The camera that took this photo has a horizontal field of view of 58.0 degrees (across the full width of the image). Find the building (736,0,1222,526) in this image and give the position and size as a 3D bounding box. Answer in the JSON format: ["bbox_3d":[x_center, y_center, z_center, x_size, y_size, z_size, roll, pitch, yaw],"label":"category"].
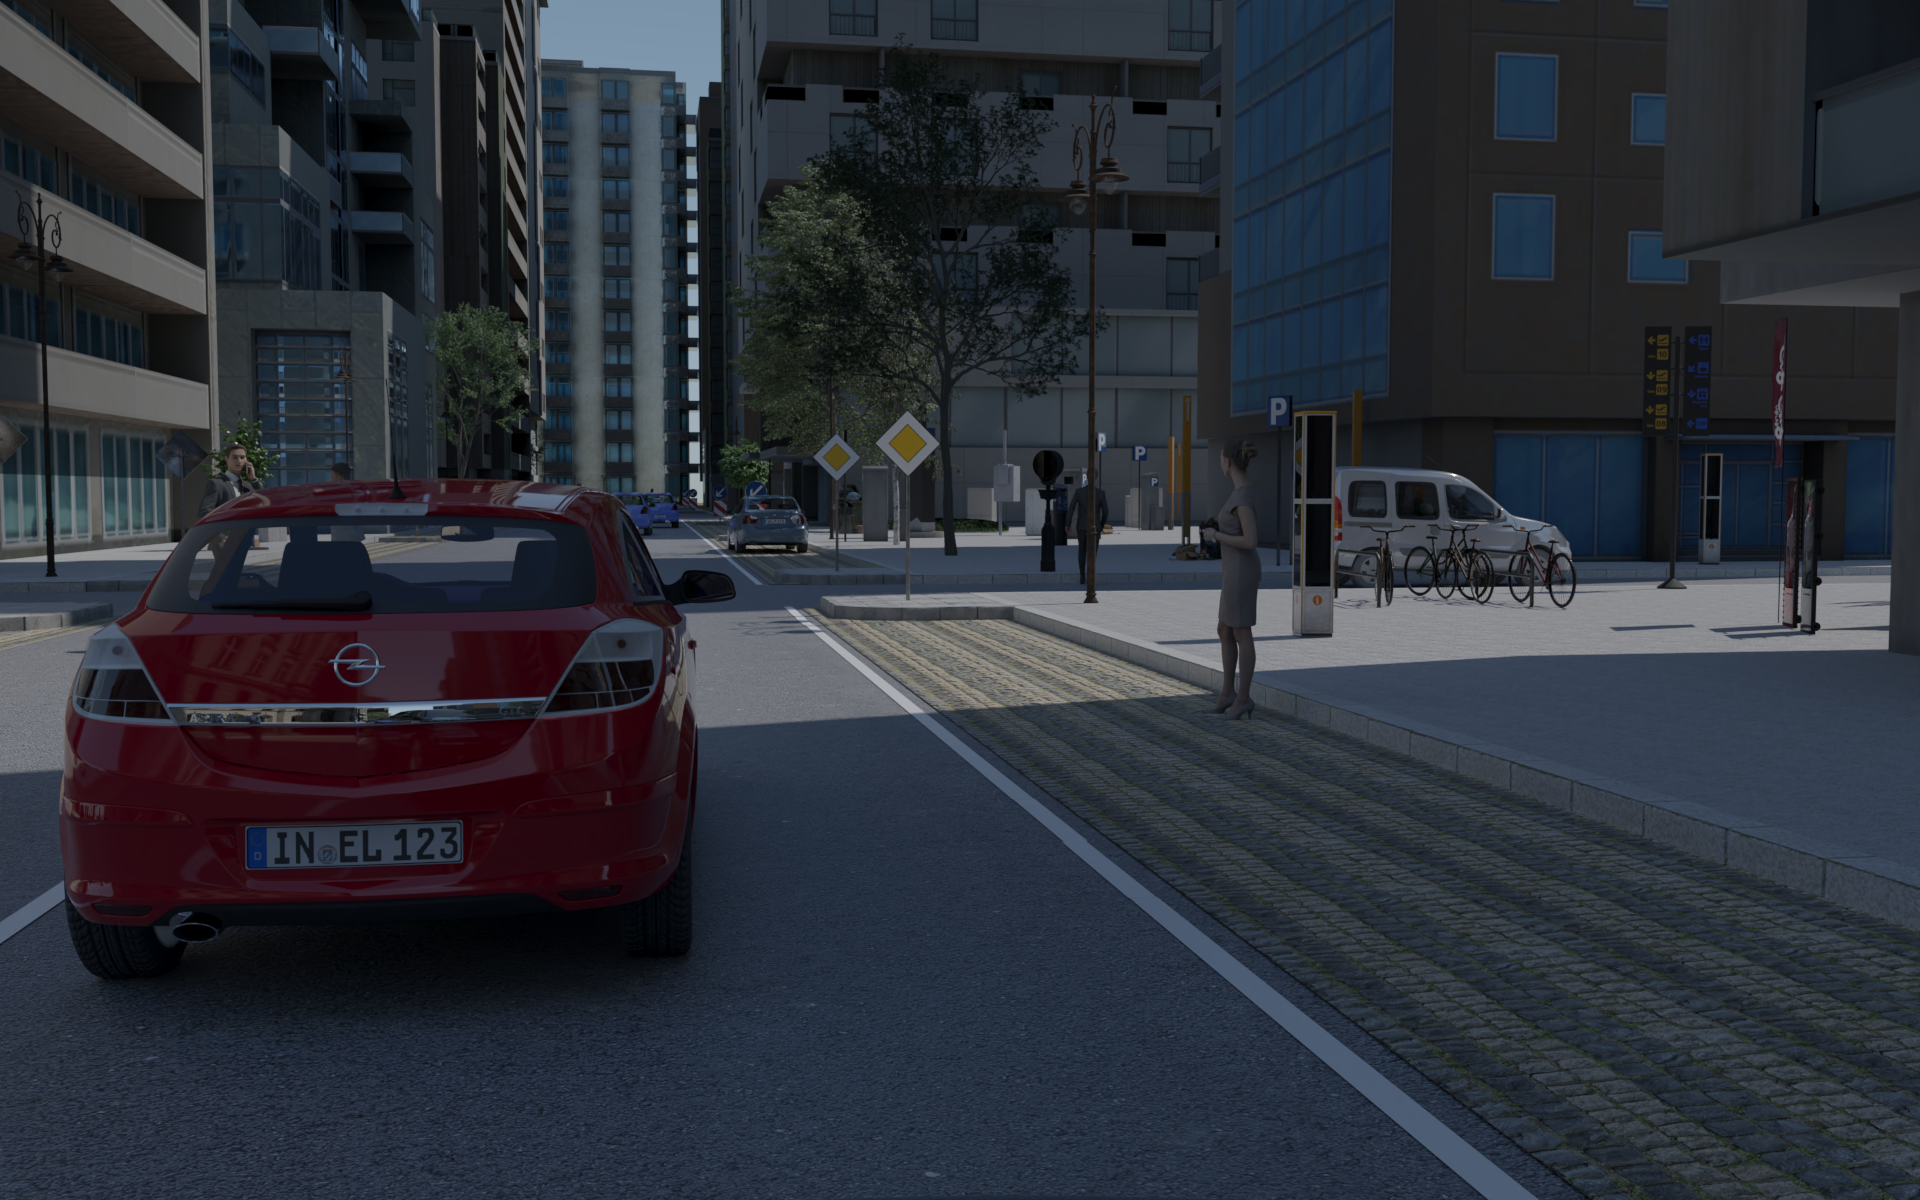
[{"bbox_3d":[3.617,-30.095,81.295,28.713,52.752,27.495,-1,4,-10],"label":"building"}]

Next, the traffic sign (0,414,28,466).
[{"bbox_3d":[-10.670,-0.943,19.057,0.795,2.450,0.064,-1,4,-10],"label":"traffic sign"}]

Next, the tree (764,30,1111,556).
[{"bbox_3d":[-0.528,-6.200,35.781,7.601,10.594,8.767,-1,4,-12],"label":"tree"}]

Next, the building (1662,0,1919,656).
[{"bbox_3d":[11.692,-19.808,7.456,14.154,41.232,14.086,-1,4,-10],"label":"building"}]

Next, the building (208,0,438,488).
[{"bbox_3d":[-32.087,-46.086,66.184,22.319,86.520,31.000,-1,4,-10],"label":"building"}]

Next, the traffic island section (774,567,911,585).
[{"bbox_3d":[-2.020,-0.397,28.772,2.009,0.180,2.903,-1,4,-10],"label":"traffic island section"}]

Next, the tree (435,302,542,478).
[{"bbox_3d":[-26.561,-10.198,92.497,9.928,11.665,9.643,0,3,0],"label":"tree"}]

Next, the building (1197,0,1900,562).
[{"bbox_3d":[14.319,-23.736,38.203,14.200,45.320,14.600,-1,4,-10],"label":"building"}]

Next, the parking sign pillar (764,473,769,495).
[{"bbox_3d":[-11.486,-6.954,102.166,1.447,3.967,1.447,-1,4,-14],"label":"parking sign pillar"}]

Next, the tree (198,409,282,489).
[{"bbox_3d":[-16.510,-2.768,39.854,1.663,3.219,1.824,0,3,0],"label":"tree"}]

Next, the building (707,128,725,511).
[{"bbox_3d":[-13.480,-22.583,140.929,14.160,30.474,14.107,-1,4,-10],"label":"building"}]

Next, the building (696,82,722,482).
[{"bbox_3d":[-21.798,-33.179,192.582,14.200,45.320,14.600,-1,4,-10],"label":"building"}]

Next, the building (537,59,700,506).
[{"bbox_3d":[-44.796,-35.109,193.641,30.456,49.044,23.786,-1,4,-10],"label":"building"}]

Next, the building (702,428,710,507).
[{"bbox_3d":[-12.811,-52.003,162.918,22.319,86.520,31.000,-1,4,-10],"label":"building"}]

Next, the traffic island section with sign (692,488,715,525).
[{"bbox_3d":[-11.223,-4.368,80.038,1.989,1.847,2.006,-1,4,-10],"label":"traffic island section with sign"}]

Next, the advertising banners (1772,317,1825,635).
[{"bbox_3d":[8.019,-1.251,16.635,0.090,3.025,2.074,1,4,14],"label":"advertising banners"}]

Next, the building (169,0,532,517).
[{"bbox_3d":[-42.471,-30.554,123.258,21.300,48.544,21.600,-1,4,-10],"label":"building"}]

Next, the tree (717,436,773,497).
[{"bbox_3d":[-12.187,-7.032,98.692,4.285,4.588,4.351,0,3,0],"label":"tree"}]

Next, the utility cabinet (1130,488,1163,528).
[{"bbox_3d":[6.962,-3.430,64.756,1.173,1.500,0.318,-1,4,-11],"label":"utility cabinet"}]

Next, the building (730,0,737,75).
[{"bbox_3d":[-7.494,-28.234,111.744,14.600,45.320,14.200,-1,4,-10],"label":"building"}]

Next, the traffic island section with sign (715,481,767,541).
[{"bbox_3d":[-6.421,-2.732,53.302,1.989,1.847,2.006,-1,4,-10],"label":"traffic island section with sign"}]

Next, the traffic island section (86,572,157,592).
[{"bbox_3d":[-12.102,-0.287,26.975,2.009,0.180,2.903,-1,4,-10],"label":"traffic island section"}]

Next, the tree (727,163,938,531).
[{"bbox_3d":[-4.694,-8.667,59.837,7.486,12.596,7.792,0,3,0],"label":"tree"}]

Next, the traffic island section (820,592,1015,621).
[{"bbox_3d":[-0.610,0.084,20.912,2.009,0.180,2.903,-1,4,-10],"label":"traffic island section"}]

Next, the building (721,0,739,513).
[{"bbox_3d":[-10.366,-27.098,126.641,14.154,41.232,14.086,-1,4,-10],"label":"building"}]

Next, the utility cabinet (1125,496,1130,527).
[{"bbox_3d":[6.885,-3.394,66.652,1.020,1.237,0.306,-1,4,-14],"label":"utility cabinet"}]

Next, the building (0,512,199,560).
[{"bbox_3d":[-28.595,-25.045,33.186,21.300,48.544,21.600,-1,4,-10],"label":"building"}]

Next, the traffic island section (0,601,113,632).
[{"bbox_3d":[-10.692,0.194,19.115,2.009,0.180,2.903,-1,4,-10],"label":"traffic island section"}]

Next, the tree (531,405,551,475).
[{"bbox_3d":[-35.494,-11.643,140.725,4.360,8.622,3.978,0,3,0],"label":"tree"}]

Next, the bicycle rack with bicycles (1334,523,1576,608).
[{"bbox_3d":[5.679,-0.442,20.614,2.852,0.926,2.925,0,4,-2],"label":"bicycle rack with bicycles"}]

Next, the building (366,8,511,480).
[{"bbox_3d":[-35.627,-20.480,106.548,14.160,30.474,14.107,-1,4,-10],"label":"building"}]

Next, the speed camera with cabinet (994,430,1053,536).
[{"bbox_3d":[2.087,-3.620,53.528,2.038,3.252,0.660,2,4,24],"label":"speed camera with cabinet"}]

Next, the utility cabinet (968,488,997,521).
[{"bbox_3d":[0.829,-3.421,64.618,1.173,1.500,0.318,3,5,40],"label":"utility cabinet"}]

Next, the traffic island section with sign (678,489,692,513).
[{"bbox_3d":[-19.999,-7.358,128.933,1.989,1.847,2.006,-1,4,-10],"label":"traffic island section with sign"}]

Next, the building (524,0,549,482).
[{"bbox_3d":[-51.996,-34.759,157.548,27.495,52.752,28.713,-1,4,-10],"label":"building"}]

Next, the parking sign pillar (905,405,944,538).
[{"bbox_3d":[-1.185,-3.825,51.008,1.447,3.967,1.447,-2,4,-25],"label":"parking sign pillar"}]

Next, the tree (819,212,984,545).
[{"bbox_3d":[-1.554,-5.678,43.191,4.360,8.622,3.978,0,3,0],"label":"tree"}]
